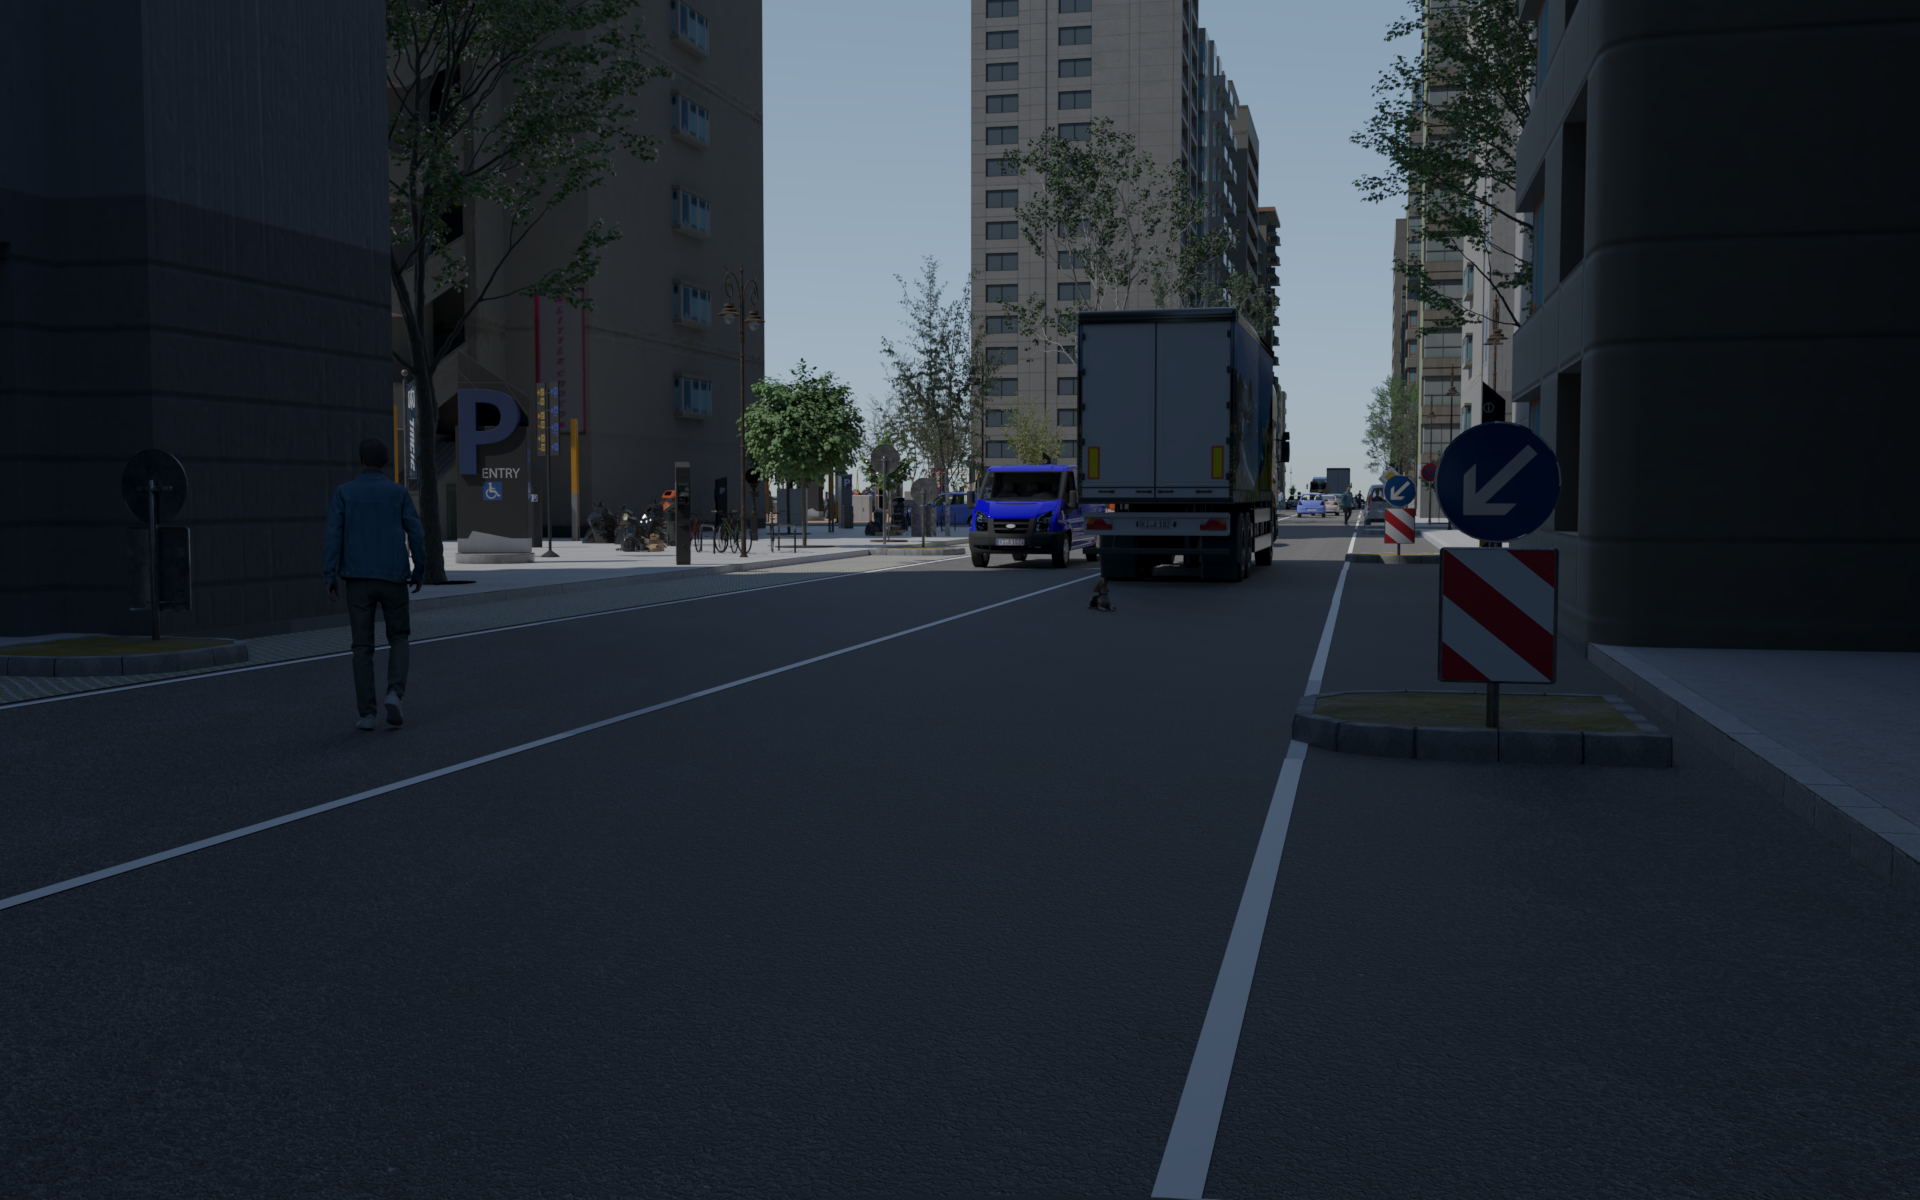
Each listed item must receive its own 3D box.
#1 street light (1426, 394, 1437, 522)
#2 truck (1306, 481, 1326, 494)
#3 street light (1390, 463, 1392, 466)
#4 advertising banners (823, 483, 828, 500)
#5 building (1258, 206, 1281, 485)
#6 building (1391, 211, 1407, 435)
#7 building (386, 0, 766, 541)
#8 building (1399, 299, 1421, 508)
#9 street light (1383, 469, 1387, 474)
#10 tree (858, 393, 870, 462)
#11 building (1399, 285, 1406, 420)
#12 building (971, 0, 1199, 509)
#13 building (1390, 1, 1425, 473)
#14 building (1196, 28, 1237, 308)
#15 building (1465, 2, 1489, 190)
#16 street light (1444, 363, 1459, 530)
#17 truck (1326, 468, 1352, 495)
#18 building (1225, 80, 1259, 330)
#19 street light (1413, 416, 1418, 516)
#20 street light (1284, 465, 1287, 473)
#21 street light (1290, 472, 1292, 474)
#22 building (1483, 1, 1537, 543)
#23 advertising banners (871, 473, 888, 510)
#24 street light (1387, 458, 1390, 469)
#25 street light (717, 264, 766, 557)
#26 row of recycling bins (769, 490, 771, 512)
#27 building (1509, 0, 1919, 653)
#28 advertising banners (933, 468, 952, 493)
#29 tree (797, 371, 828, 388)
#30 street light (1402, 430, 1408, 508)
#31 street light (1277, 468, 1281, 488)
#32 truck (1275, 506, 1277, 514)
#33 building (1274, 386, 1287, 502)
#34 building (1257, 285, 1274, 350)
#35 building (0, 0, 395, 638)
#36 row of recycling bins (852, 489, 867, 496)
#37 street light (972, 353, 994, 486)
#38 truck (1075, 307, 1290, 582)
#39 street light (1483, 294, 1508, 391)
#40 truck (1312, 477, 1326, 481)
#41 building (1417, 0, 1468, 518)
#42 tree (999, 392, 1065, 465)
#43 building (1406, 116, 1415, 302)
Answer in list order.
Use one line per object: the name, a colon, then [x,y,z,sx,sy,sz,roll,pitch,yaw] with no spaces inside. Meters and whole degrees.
street light: [21.669,-6.541,79.727,0.468,5.910,1.993,1,4,13]
truck: [53.567,-16.037,258.120,3.469,3.379,9.791,1,4,15]
street light: [43.958,-12.355,174.793,0.468,5.910,1.993,1,4,13]
advertising banners: [-8.356,-6.873,108.554,0.090,3.025,2.074,1,4,12]
building: [36.125,-36.928,258.392,22.147,44.769,28.867,1,4,13]
building: [82.046,-40.411,284.426,21.300,48.544,21.600,1,4,13]
building: [-19.925,-26.409,55.497,21.600,48.544,21.300,1,4,13]
building: [56.357,-19.560,164.841,27.650,21.520,28.899,1,4,13]
street light: [58.024,-16.036,234.972,0.468,5.910,1.993,1,4,13]
tree: [-5.628,-10.574,123.243,4.360,8.622,3.978,0,3,0]
building: [67.507,-28.487,237.462,14.160,30.474,14.107,1,4,13]
building: [13.207,-44.012,157.845,20.563,71.187,20.611,1,4,13]
building: [76.062,-57.776,257.311,22.319,86.520,31.000,1,4,13]
building: [17.416,-34.502,183.711,23.786,49.044,30.456,1,4,13]
building: [33.250,-27.620,75.281,21.600,48.544,21.300,1,4,13]
street light: [17.423,-5.423,61.460,0.468,5.910,1.993,1,4,13]
truck: [41.495,-12.287,189.808,2.839,4.237,11.283,1,4,13]
building: [24.431,-35.784,208.770,21.300,48.544,21.600,1,4,13]
street light: [26.526,-7.821,100.653,0.468,5.910,1.993,1,4,13]
street light: [50.908,-18.251,271.196,0.468,5.910,1.993,1,4,13]
street light: [55.793,-19.524,292.009,0.468,5.910,1.993,1,4,13]
building: [24.480,-30.663,43.336,21.231,58.520,28.212,1,4,13]
advertising banners: [-5.802,-8.001,126.998,2.074,3.025,0.090,3,4,39]
street light: [48.937,-13.668,196.252,0.468,5.910,1.993,1,4,13]
street light: [-4.384,-3.802,34.942,0.468,5.910,1.993,1,4,13]
row of recycling bins: [-15.420,-7.246,125.588,3.534,1.692,1.069,-1,4,-19]
building: [17.540,-9.811,5.444,27.650,21.520,28.899,1,4,13]
advertising banners: [-0.774,-7.428,117.634,2.074,3.025,0.090,0,4,7]
tree: [-8.745,-9.340,103.063,4.737,8.622,4.395,0,3,0]
street light: [31.399,-9.111,121.752,0.468,5.910,1.993,1,4,13]
street light: [46.120,-16.984,250.480,0.468,5.910,1.993,1,4,13]
truck: [19.728,-7.698,115.618,2.967,4.110,18.799,1,4,12]
building: [39.556,-27.087,287.907,27.650,21.520,28.899,1,4,13]
building: [35.322,-28.458,236.991,14.160,30.474,14.107,1,4,13]
building: [-19.780,-28.418,6.636,21.231,58.520,28.212,1,4,13]
row of recycling bins: [-8.105,-8.196,141.119,3.534,1.692,1.069,1,4,12]
street light: [0.742,-5.141,56.849,0.468,5.910,1.993,1,4,13]
truck: [4.324,-2.617,31.705,2.839,4.237,11.283,1,4,14]
street light: [12.413,-4.127,40.263,0.468,5.910,1.993,1,4,13]
truck: [57.516,-17.488,275.681,2.967,4.110,18.799,1,4,13]
building: [32.892,-25.228,96.072,14.154,41.232,14.086,1,4,13]
tree: [4.903,-10.679,124.960,4.737,8.622,4.395,0,3,0]
building: [55.226,-30.761,186.533,14.154,41.232,14.086,1,4,13]
